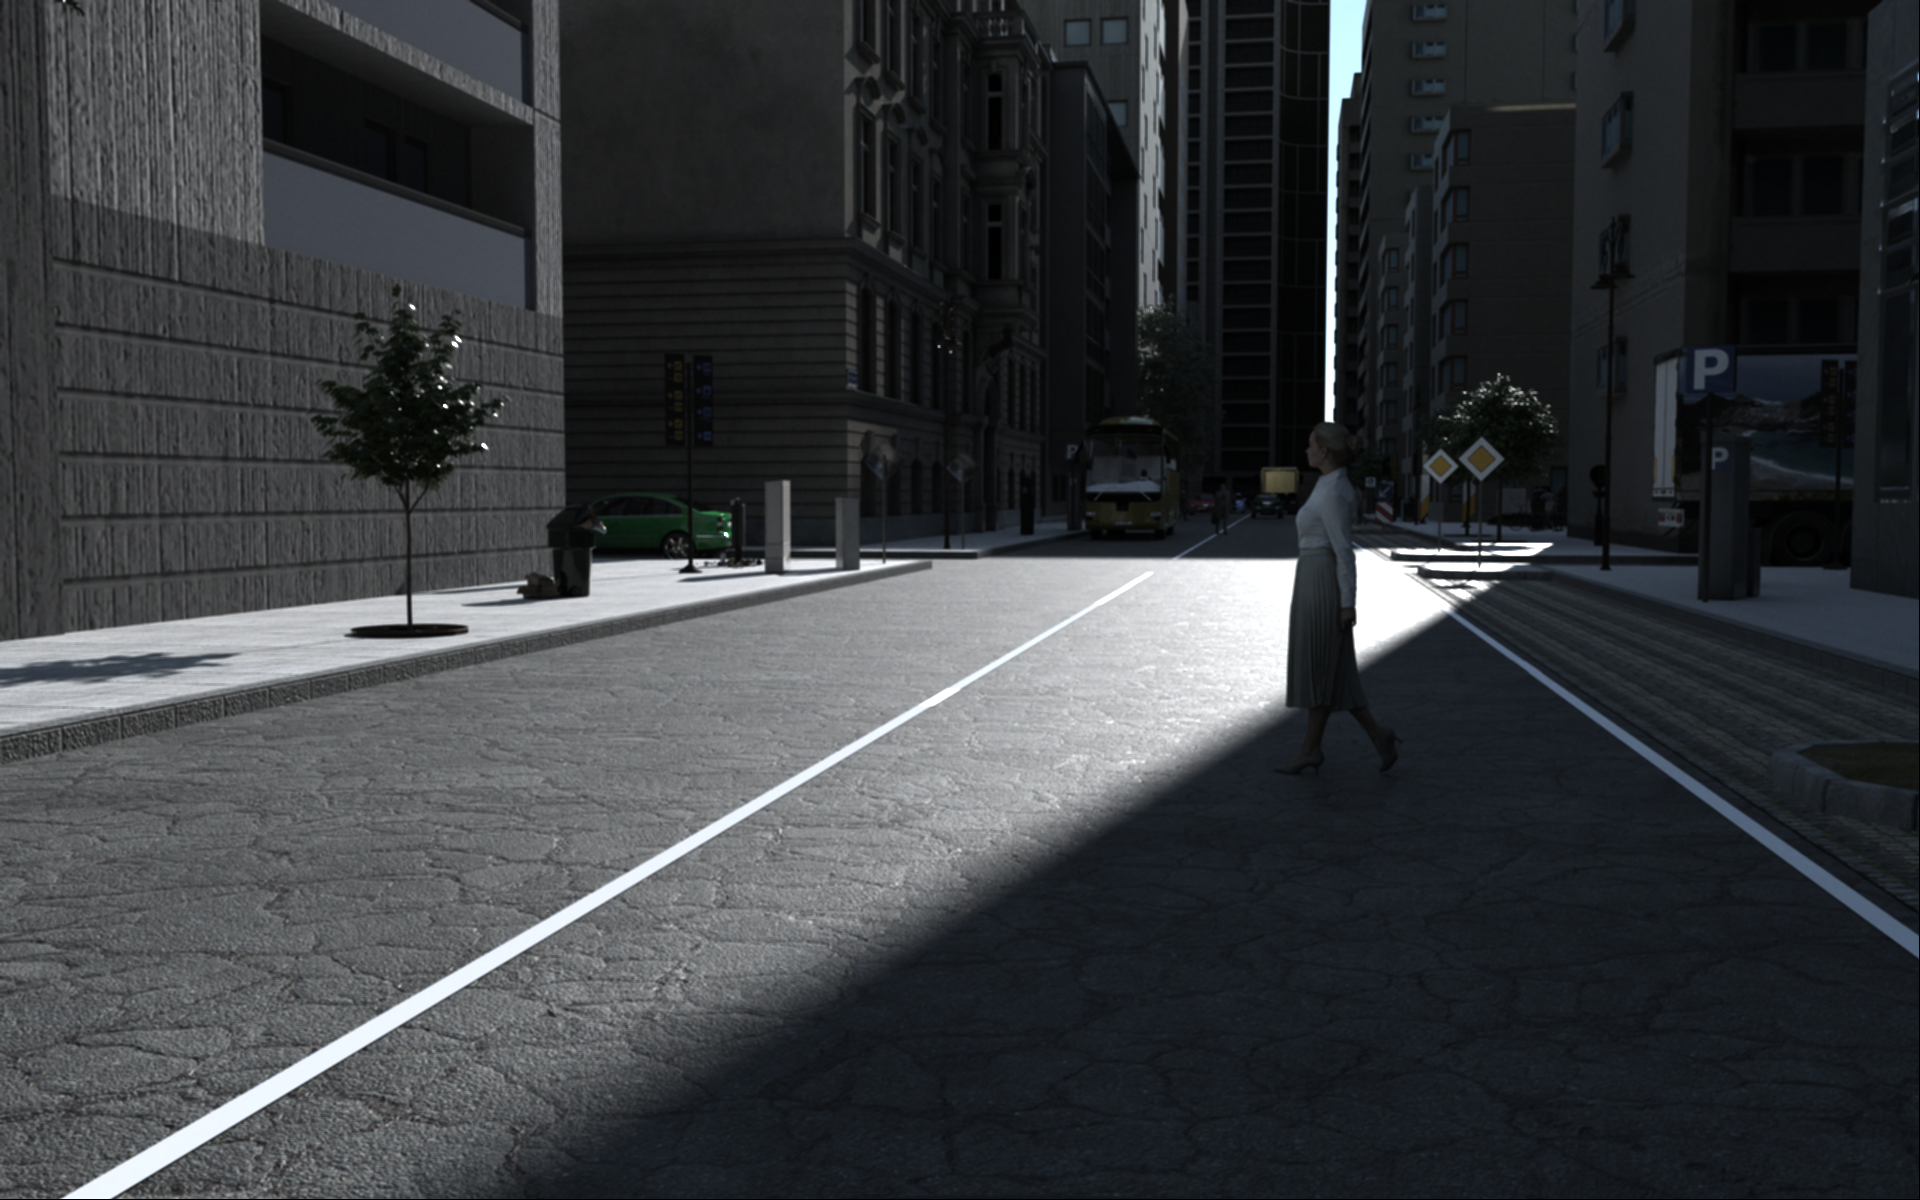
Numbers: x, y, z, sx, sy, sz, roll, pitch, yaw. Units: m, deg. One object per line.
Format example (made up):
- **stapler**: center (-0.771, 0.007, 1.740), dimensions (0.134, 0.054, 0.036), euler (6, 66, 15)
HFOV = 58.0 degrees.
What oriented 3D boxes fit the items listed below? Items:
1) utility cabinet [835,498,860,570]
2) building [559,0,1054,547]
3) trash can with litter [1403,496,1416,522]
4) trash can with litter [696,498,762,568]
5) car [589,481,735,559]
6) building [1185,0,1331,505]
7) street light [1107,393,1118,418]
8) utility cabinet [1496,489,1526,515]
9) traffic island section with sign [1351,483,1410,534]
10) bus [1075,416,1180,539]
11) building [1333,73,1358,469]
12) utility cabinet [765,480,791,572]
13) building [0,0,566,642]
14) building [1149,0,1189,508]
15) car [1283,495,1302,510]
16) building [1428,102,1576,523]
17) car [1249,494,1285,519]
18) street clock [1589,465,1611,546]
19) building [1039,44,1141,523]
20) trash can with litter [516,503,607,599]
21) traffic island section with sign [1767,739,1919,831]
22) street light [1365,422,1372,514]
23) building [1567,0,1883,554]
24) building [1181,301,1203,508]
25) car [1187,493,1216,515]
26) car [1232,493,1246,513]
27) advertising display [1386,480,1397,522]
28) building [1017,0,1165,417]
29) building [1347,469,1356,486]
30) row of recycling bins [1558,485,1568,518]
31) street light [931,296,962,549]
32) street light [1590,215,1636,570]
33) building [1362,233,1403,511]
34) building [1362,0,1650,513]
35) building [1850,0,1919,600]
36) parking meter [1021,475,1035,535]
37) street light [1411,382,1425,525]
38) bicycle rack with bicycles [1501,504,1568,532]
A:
- **utility cabinet**: center (-1.919, -1.132, 29.674), dimensions (0.306, 1.237, 1.020), euler (-1, 4, -11)
- **building**: center (-4.648, -14.667, 58.886), dimensions (14.460, 24.649, 34.723), euler (1, 4, 11)
- **trash can with litter**: center (20.617, -4.154, 79.305), dimensions (0.624, 1.170, 1.055), euler (1, 4, 9)
- **trash can with litter**: center (-4.123, -1.222, 31.045), dimensions (1.678, 1.210, 2.233), euler (0, 4, -1)
- **car**: center (-6.930, -1.672, 36.140), dimensions (4.718, 1.807, 1.959), euler (1, 4, 9)
- **building**: center (32.972, -46.870, 204.581), dimensions (20.611, 71.187, 20.563), euler (1, 4, 11)
- **street light**: center (7.021, -6.529, 79.533), dimensions (0.468, 5.910, 1.993), euler (1, 4, 11)
- **utility cabinet**: center (23.968, -4.078, 75.350), dimensions (1.173, 1.500, 0.318), euler (3, 4, 39)
- **traffic island section with sign**: center (15.053, -3.270, 62.090), dimensions (1.989, 1.847, 2.006), euler (1, 4, 11)
- **bus**: center (5.904, -4.086, 58.350), dimensions (2.896, 3.916, 12.252), euler (1, 4, 9)
- **building**: center (54.546, -35.334, 201.405), dimensions (21.600, 48.544, 21.300), euler (1, 4, 11)
- **utility cabinet**: center (-3.001, -1.207, 28.421), dimensions (0.318, 1.500, 1.173), euler (0, 4, 0)
- **building**: center (-20.749, -29.450, 23.503), dimensions (28.212, 58.520, 21.231), euler (1, 4, 11)
- **building**: center (12.190, -30.512, 148.975), dimensions (14.600, 45.320, 14.200), euler (1, 4, 11)
- **car**: center (29.805, -8.799, 155.861), dimensions (2.014, 1.417, 4.499), euler (1, 4, 11)
- **building**: center (38.079, -14.936, 89.240), dimensions (27.650, 21.520, 28.899), euler (1, 4, 11)
- **car**: center (18.130, -5.533, 102.270), dimensions (2.131, 1.459, 4.920), euler (1, 4, 9)
- **street clock**: center (15.837, -2.345, 42.905), dimensions (0.471, 2.002, 0.358), euler (1, 4, 11)
- **building**: center (1.118, -16.632, 90.996), dimensions (14.314, 24.678, 30.058), euler (1, 4, 11)
- **trash can with litter**: center (-4.945, -0.617, 21.475), dimensions (0.624, 1.170, 1.055), euler (2, 4, 32)
- **traffic island section with sign**: center (4.910, 0.042, 7.948), dimensions (1.989, 1.847, 2.006), euler (1, 4, 11)
- **street light**: center (26.040, -8.414, 110.364), dimensions (0.468, 5.910, 1.993), euler (1, 4, 11)
- **building**: center (27.758, -25.729, 44.370), dimensions (21.600, 48.544, 21.300), euler (1, 4, 11)
- **building**: center (9.604, -20.313, 177.165), dimensions (28.899, 21.520, 27.650), euler (1, 4, 11)
- **car**: center (16.487, -6.627, 117.396), dimensions (2.155, 1.783, 4.494), euler (1, 4, 10)
- **car**: center (20.349, -7.301, 128.965), dimensions (1.945, 1.707, 3.694), euler (1, 4, 10)
- **advertising display**: center (19.966, -4.583, 80.152), dimensions (0.123, 1.923, 0.974), euler (0, 4, -7)
- **building**: center (1.110, -33.053, 129.648), dimensions (28.713, 52.752, 27.495), euler (1, 4, 11)
- **building**: center (49.042, -44.858, 171.682), dimensions (20.563, 71.187, 20.611), euler (1, 4, 11)
- **row of recycling bins**: center (26.191, -4.096, 74.085), dimensions (1.069, 1.692, 3.534), euler (1, 4, 16)
- **street light**: center (-0.305, -4.140, 40.470), dimensions (0.468, 5.910, 1.993), euler (1, 4, 11)
- **street light**: center (10.886, -3.440, 29.029), dimensions (0.468, 5.910, 1.993), euler (1, 4, 11)
- **building**: center (44.345, -17.218, 126.560), dimensions (27.650, 21.520, 28.899), euler (1, 4, 11)
- **building**: center (46.244, -32.279, 151.464), dimensions (21.300, 48.544, 21.600), euler (1, 4, 11)
- **building**: center (20.260, -42.267, 3.731), dimensions (22.319, 86.520, 31.000), euler (1, 4, 11)
- **parking meter**: center (2.117, -2.972, 54.296), dimensions (0.399, 1.863, 0.255), euler (2, 4, 35)
- **street light**: center (18.942, -6.052, 71.736), dimensions (0.468, 5.910, 1.993), euler (1, 4, 11)
- **bicycle rack with bicycles**: center (20.291, -2.865, 60.226), dimensions (2.925, 0.926, 2.852), euler (-1, 4, -18)
